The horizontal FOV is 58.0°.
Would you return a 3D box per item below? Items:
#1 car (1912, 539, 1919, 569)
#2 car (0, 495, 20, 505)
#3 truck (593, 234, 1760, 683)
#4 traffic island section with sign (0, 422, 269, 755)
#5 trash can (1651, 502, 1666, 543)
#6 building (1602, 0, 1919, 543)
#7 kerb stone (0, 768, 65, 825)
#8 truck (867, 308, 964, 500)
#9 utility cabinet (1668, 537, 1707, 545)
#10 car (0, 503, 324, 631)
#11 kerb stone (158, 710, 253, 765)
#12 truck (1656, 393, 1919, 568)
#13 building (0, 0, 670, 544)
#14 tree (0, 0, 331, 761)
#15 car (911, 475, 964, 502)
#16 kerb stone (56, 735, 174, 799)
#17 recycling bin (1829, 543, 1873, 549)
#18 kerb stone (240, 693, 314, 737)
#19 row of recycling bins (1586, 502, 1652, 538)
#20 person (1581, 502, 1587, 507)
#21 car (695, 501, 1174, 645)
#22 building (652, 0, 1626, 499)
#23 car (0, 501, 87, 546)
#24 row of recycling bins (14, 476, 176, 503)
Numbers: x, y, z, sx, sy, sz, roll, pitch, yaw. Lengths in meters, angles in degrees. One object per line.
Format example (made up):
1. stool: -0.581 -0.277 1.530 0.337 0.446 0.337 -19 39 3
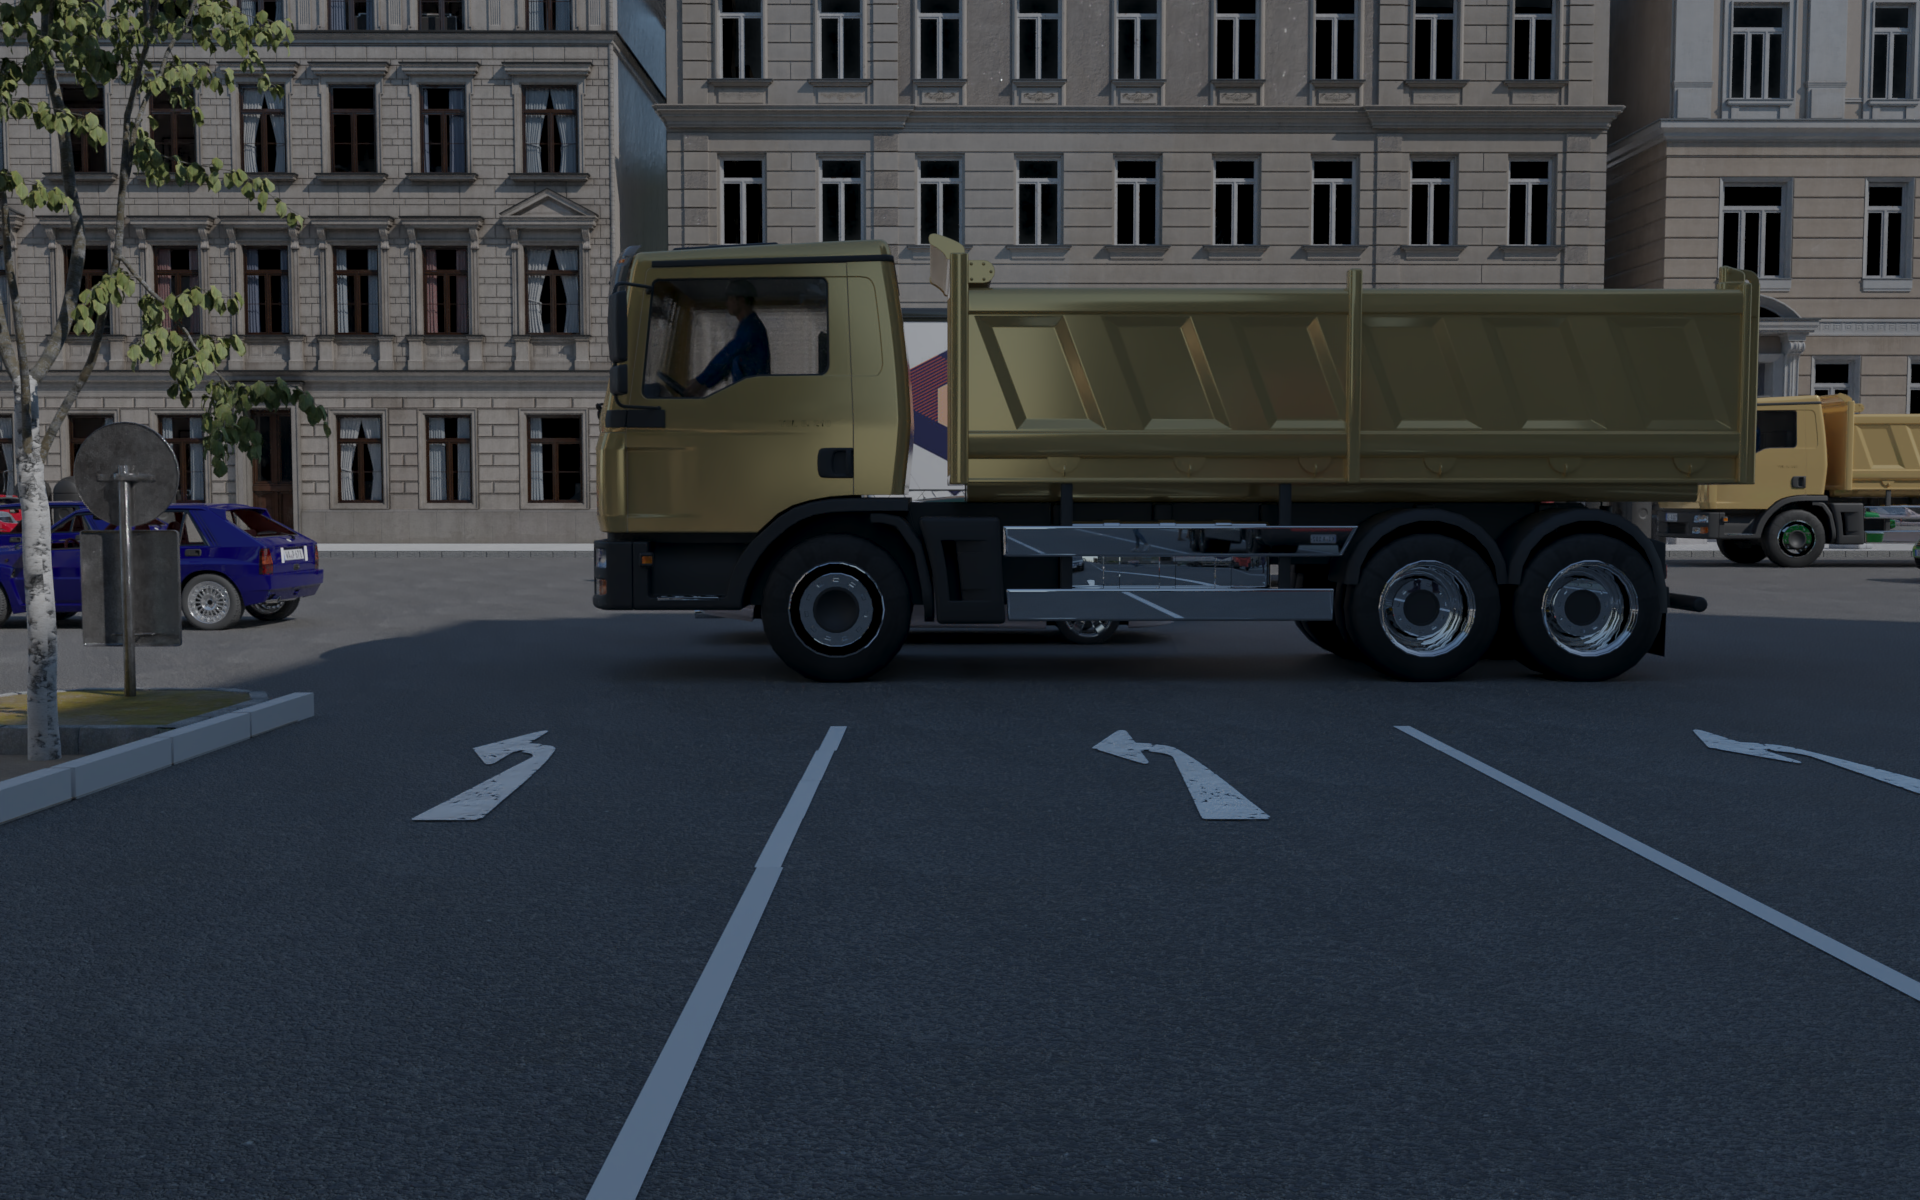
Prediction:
1. car: 17.948 -1.174 27.984 4.718 1.807 1.959 0 4 1
2. car: -21.775 -1.686 36.602 4.494 1.783 2.155 0 4 0
3. truck: 1.161 -1.121 14.255 9.791 3.379 3.469 0 4 -1
4. traffic island section with sign: -5.273 -0.137 10.384 2.006 1.907 1.989 0 4 0
5. trash can: 17.120 -1.902 42.749 0.748 1.137 0.748 0 3 0
6. building: 27.989 -16.211 50.960 20.117 28.700 13.634 0 4 0
7. kerb stone: -4.216 0.892 7.604 0.120 0.150 1.000 0 4 0
8. truck: 4.156 -2.356 27.434 11.283 4.237 2.839 0 4 -2
9. utility cabinet: 18.572 -2.020 44.182 1.020 1.237 0.306 -1 4 -20
10. car: -9.156 -0.392 18.991 3.894 1.354 1.945 0 4 1
11. kerb stone: -4.220 0.767 9.656 0.120 0.150 1.000 0 4 0
12. truck: 18.364 -2.371 34.684 9.791 3.379 3.469 0 4 1
13. building: -17.844 -11.266 48.821 19.286 19.102 10.561 0 4 0
14. tree: -4.882 -3.425 8.818 4.737 8.622 4.395 0 3 0
15. car: 0.982 -0.692 21.094 4.222 1.686 2.009 0 4 1
16. kerb stone: -4.215 0.830 8.630 0.120 0.150 1.000 0 4 0
17. recycling bin: 20.910 -1.717 40.633 0.722 1.027 0.722 -3 4 -38
18. kerb stone: -4.233 0.704 10.693 0.120 0.150 1.000 0 4 0
19. row of recycling bins: 14.787 -2.120 41.768 3.534 1.692 1.069 1 4 14
20. person: 11.521 -1.439 32.455 0.534 1.772 0.576 -1 4 -13
21. car: -0.255 -0.303 17.312 4.827 1.381 2.083 0 4 -1
22. building: 4.529 -15.446 49.800 25.104 27.353 12.463 0 4 0
23. car: -13.546 -0.780 25.332 3.894 1.354 1.945 0 4 1
24. row of recycling bins: -20.009 -2.018 40.104 3.534 1.692 1.069 -1 4 -9
